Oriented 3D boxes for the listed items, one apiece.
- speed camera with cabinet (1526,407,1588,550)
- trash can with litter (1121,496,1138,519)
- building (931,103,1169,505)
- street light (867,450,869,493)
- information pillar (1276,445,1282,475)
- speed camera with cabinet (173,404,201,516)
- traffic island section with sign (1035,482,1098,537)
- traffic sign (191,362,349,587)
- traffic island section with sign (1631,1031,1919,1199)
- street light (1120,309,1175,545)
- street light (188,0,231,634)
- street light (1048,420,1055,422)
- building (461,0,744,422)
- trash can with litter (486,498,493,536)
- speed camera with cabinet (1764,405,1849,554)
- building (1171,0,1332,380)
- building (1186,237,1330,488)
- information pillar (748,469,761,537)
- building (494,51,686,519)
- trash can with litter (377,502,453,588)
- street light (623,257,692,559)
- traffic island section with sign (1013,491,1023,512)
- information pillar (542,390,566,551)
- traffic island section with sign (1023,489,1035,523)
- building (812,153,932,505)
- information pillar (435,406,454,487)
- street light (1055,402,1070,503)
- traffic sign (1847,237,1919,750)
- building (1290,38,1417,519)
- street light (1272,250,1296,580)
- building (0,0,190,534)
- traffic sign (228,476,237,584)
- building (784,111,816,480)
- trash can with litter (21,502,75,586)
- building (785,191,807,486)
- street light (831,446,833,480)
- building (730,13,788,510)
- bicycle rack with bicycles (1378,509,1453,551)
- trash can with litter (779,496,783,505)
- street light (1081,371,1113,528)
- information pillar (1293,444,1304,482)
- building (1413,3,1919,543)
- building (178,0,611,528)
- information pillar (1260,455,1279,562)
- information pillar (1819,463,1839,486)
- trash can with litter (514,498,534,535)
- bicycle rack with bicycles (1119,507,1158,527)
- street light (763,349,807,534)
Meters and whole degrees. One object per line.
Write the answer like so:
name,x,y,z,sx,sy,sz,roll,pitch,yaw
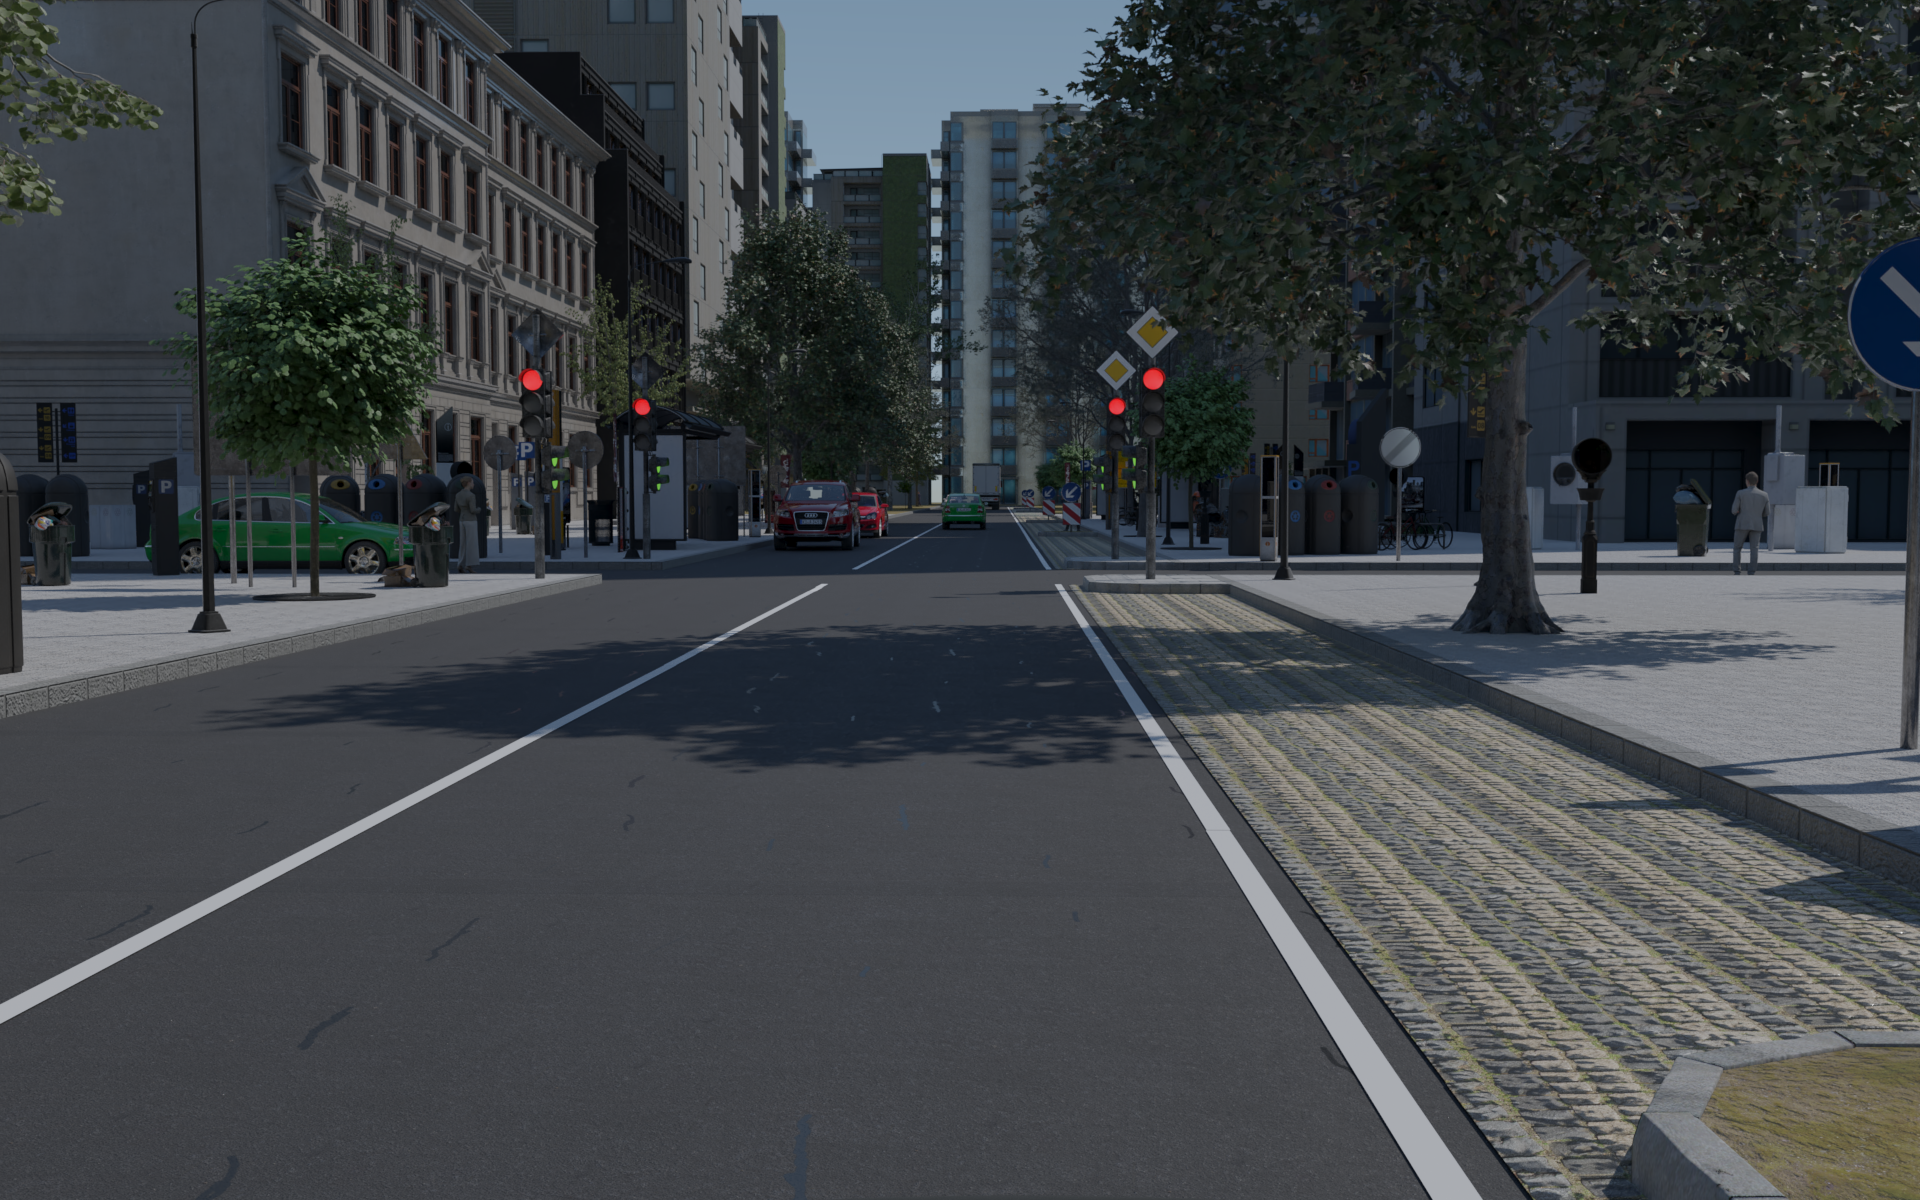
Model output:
speed camera with cabinet,13.352,-2.782,39.815,2.038,3.252,0.660,3,5,44
trash can with litter,8.728,-4.794,89.768,1.055,1.170,0.624,3,5,39
building,11.798,-36.426,215.176,30.456,49.044,23.786,0,4,1
street light,-4.690,-7.710,98.601,1.470,5.913,1.316,0,4,1
information pillar,14.225,-5.219,76.678,0.504,3.616,0.183,3,5,42
speed camera with cabinet,-16.755,-2.645,37.581,0.660,3.252,2.038,-1,4,-20
traffic island section with sign,3.637,-3.060,58.662,1.989,1.847,2.006,0,4,1
traffic sign,-9.457,-1.826,23.731,2.265,3.308,0.079,0,4,8
traffic island section with sign,2.374,0.339,3.086,1.989,1.847,2.006,0,4,1
street light,4.732,-4.353,43.719,1.470,5.913,1.316,0,4,1
street light,-6.438,-2.652,15.906,1.470,5.913,1.316,0,4,1
street light,6.190,-8.331,108.751,1.470,5.913,1.316,0,4,1
building,-30.322,-32.635,122.815,28.713,52.752,27.495,0,4,1
trash can with litter,-14.711,-2.507,52.383,1.055,1.170,0.624,-2,4,-29
speed camera with cabinet,18.602,-2.676,38.096,0.660,3.252,2.038,-1,4,-13
building,29.900,-37.694,158.300,21.231,58.520,28.212,0,4,1
building,32.280,-17.482,130.866,27.650,21.520,28.899,0,4,1
information pillar,-6.079,-2.862,51.288,0.304,2.012,0.304,-1,4,-20
building,-22.656,-16.242,95.240,12.332,23.373,15.834,0,4,1
trash can with litter,-7.525,-0.763,23.857,1.055,1.170,0.624,1,4,13
street light,-5.953,-3.767,34.129,1.470,5.913,1.316,0,4,1
traffic island section with sign,5.384,-7.778,135.798,1.989,1.847,2.006,0,4,1
information pillar,-9.235,-2.933,39.304,0.504,3.616,0.183,1,4,19
traffic island section with sign,4.253,-4.708,85.610,1.989,1.847,2.006,0,4,1
building,-10.584,-32.240,210.725,14.086,41.232,14.154,0,4,1
information pillar,-13.709,-3.352,46.160,0.504,3.616,0.183,-3,5,-44
street light,5.672,-7.006,87.086,1.470,5.913,1.316,0,4,1
traffic sign,4.784,-0.523,8.653,0.768,2.556,0.104,0,4,4
building,29.108,-26.279,84.283,22.147,44.769,28.867,0,4,1
street light,4.312,-3.257,25.788,1.470,5.913,1.316,0,4,1
building,-22.922,-13.399,55.224,11.583,22.565,21.152,0,4,1
traffic sign,-10.415,-1.508,24.767,0.768,2.556,0.104,1,4,9
building,-33.007,-36.452,215.604,30.456,49.044,23.786,0,4,1
trash can with litter,-12.949,-0.792,24.343,1.055,1.170,0.624,2,4,30
building,-21.811,-24.218,167.666,14.107,30.474,14.160,0,4,1
street light,-5.170,-6.396,77.111,1.470,5.913,1.316,0,4,1
building,-22.212,-28.143,143.740,14.154,41.232,14.086,0,4,1
bicycle rack with bicycles,10.256,-1.657,40.479,2.925,0.926,2.852,-1,4,-20
trash can with litter,-11.049,-5.761,105.573,0.624,1.170,1.055,0,4,5
street light,5.233,-5.691,65.596,1.470,5.913,1.316,0,4,1
information pillar,15.879,-5.506,81.371,0.504,3.616,0.183,-1,4,-12
building,27.040,-37.595,52.935,20.611,71.187,20.563,0,4,1
building,-23.407,-14.691,76.353,11.583,22.565,21.152,0,4,1
information pillar,5.888,-1.742,32.973,0.304,2.012,0.304,1,4,19
information pillar,20.617,-2.241,41.131,0.304,2.012,0.304,-1,4,-20
trash can with litter,-13.532,-2.645,54.626,1.055,1.170,0.624,1,4,13
bicycle rack with bicycles,7.439,-3.403,69.019,2.925,0.926,2.852,3,4,38
street light,-5.608,-5.081,55.621,1.470,5.913,1.316,0,4,1
